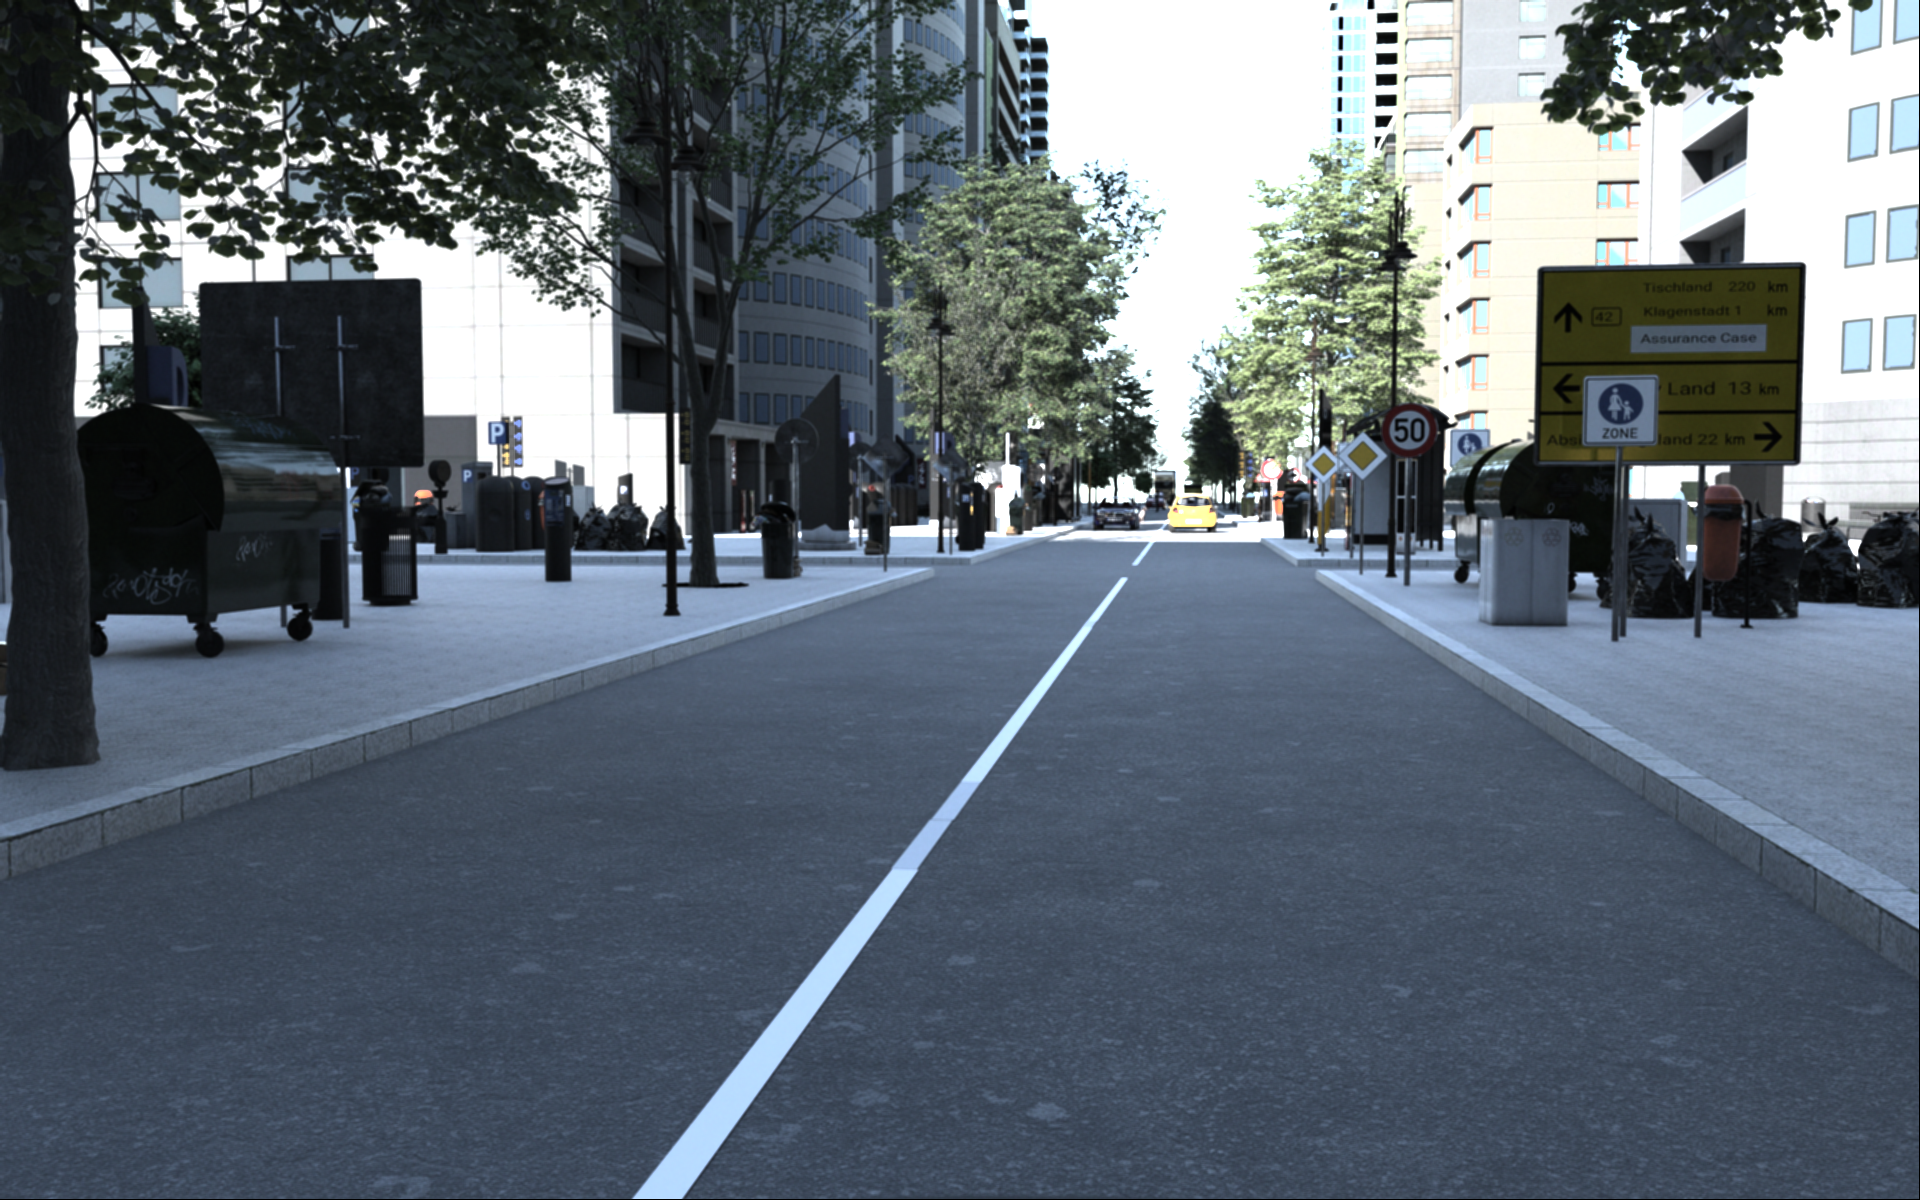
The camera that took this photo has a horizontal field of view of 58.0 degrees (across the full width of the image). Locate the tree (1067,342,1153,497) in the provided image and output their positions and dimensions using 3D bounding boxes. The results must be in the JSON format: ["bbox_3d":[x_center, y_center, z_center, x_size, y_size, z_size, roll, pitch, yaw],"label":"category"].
[{"bbox_3d":[11.524,-12.922,129.402,7.486,12.596,7.792,0,3,0],"label":"tree"}]

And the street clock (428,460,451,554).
[{"bbox_3d":[-11.101,-1.984,37.002,0.358,2.002,0.471,1,4,22],"label":"street clock"}]

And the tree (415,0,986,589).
[{"bbox_3d":[-3.499,-5.995,23.766,9.928,11.665,9.643,0,3,0],"label":"tree"}]

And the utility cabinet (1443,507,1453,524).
[{"bbox_3d":[20.517,-3.911,72.616,0.318,1.500,1.173,-2,4,-31],"label":"utility cabinet"}]

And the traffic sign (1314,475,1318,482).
[{"bbox_3d":[15.854,-4.667,76.411,0.768,2.556,0.104,1,4,15],"label":"traffic sign"}]

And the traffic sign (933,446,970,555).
[{"bbox_3d":[-0.189,-2.010,36.498,0.795,2.450,0.064,0,4,7],"label":"traffic sign"}]

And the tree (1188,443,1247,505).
[{"bbox_3d":[29.885,-15.943,195.079,8.767,10.594,7.601,-1,4,-12],"label":"tree"}]

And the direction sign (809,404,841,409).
[{"bbox_3d":[-3.393,-3.163,43.719,0.876,3.537,0.379,-2,4,-30],"label":"direction sign"}]

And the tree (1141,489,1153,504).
[{"bbox_3d":[25.548,-14.772,236.116,1.663,3.219,1.824,0,3,0],"label":"tree"}]

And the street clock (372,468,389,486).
[{"bbox_3d":[-13.964,-2.275,41.766,0.358,2.002,0.471,-3,5,-44],"label":"street clock"}]

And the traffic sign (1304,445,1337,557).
[{"bbox_3d":[7.437,-1.947,35.477,0.795,2.450,0.064,0,4,7],"label":"traffic sign"}]

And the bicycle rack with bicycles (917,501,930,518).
[{"bbox_3d":[-1.209,-5.762,107.597,2.925,0.926,2.852,2,4,32],"label":"bicycle rack with bicycles"}]

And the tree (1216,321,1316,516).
[{"bbox_3d":[16.869,-10.744,101.412,9.928,11.665,9.643,0,3,0],"label":"tree"}]

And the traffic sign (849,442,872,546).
[{"bbox_3d":[-2.437,-2.584,42.351,0.768,2.556,0.104,1,4,13],"label":"traffic sign"}]

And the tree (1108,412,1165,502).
[{"bbox_3d":[18.540,-15.495,187.758,7.601,10.594,8.767,-1,4,-10],"label":"tree"}]

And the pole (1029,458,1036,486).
[{"bbox_3d":[3.575,-5.523,84.150,0.158,3.312,0.155,0,3,0],"label":"pole"}]

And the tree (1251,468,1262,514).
[{"bbox_3d":[19.249,-7.222,112.689,1.663,3.219,1.824,0,3,0],"label":"tree"}]

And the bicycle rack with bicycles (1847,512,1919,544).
[{"bbox_3d":[19.472,-1.348,35.428,2.852,0.926,2.925,1,4,14],"label":"bicycle rack with bicycles"}]

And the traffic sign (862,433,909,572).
[{"bbox_3d":[-1.232,-1.525,28.581,0.795,2.450,0.064,0,4,7],"label":"traffic sign"}]

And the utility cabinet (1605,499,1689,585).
[{"bbox_3d":[9.466,-0.778,23.886,1.020,1.237,0.306,3,5,43],"label":"utility cabinet"}]

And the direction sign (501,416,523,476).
[{"bbox_3d":[-13.117,-3.594,50.763,0.876,3.537,0.379,2,4,34],"label":"direction sign"}]

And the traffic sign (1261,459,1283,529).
[{"bbox_3d":[11.405,-3.867,63.327,0.768,2.556,0.104,1,4,14],"label":"traffic sign"}]

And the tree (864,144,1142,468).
[{"bbox_3d":[1.736,-9.551,62.814,9.857,13.997,8.962,0,3,0],"label":"tree"}]

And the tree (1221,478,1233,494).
[{"bbox_3d":[27.936,-11.351,180.192,1.663,3.219,1.824,0,3,0],"label":"tree"}]

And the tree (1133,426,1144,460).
[{"bbox_3d":[15.949,-13.175,165.779,4.360,8.622,3.978,0,3,0],"label":"tree"}]

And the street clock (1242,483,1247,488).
[{"bbox_3d":[17.862,-6.331,108.081,0.471,2.002,0.358,0,4,-7],"label":"street clock"}]

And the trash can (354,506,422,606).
[{"bbox_3d":[-6.596,-0.512,20.018,0.748,1.137,0.748,0,3,0],"label":"trash can"}]

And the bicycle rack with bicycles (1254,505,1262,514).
[{"bbox_3d":[18.840,-5.580,104.619,2.925,0.926,2.852,2,4,23],"label":"bicycle rack with bicycles"}]

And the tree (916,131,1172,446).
[{"bbox_3d":[4.236,-14.424,91.727,12.611,20.169,13.585,0,3,0],"label":"tree"}]

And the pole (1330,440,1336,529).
[{"bbox_3d":[13.673,-4.263,63.547,0.158,3.312,0.155,0,3,0],"label":"pole"}]

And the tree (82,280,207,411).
[{"bbox_3d":[-11.670,-2.635,26.791,4.285,4.588,4.351,0,3,0],"label":"tree"}]

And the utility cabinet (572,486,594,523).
[{"bbox_3d":[-10.304,-2.311,46.456,1.173,1.500,0.318,3,4,36],"label":"utility cabinet"}]

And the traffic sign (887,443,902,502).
[{"bbox_3d":[-1.720,-2.530,41.469,0.768,2.556,0.104,1,4,16],"label":"traffic sign"}]

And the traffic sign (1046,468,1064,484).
[{"bbox_3d":[4.054,-4.452,73.979,0.795,2.450,0.064,1,4,17],"label":"traffic sign"}]

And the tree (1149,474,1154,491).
[{"bbox_3d":[22.848,-14.233,216.425,4.285,4.588,4.351,0,3,0],"label":"tree"}]

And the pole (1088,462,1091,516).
[{"bbox_3d":[7.604,-6.599,101.732,0.158,3.312,0.155,0,3,0],"label":"pole"}]

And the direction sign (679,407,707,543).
[{"bbox_3d":[-7.007,-3.278,45.595,0.876,3.537,0.379,-3,5,-43],"label":"direction sign"}]

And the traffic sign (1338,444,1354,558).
[{"bbox_3d":[7.806,-1.978,34.462,0.606,2.300,0.079,1,4,11],"label":"traffic sign"}]

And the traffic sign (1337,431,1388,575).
[{"bbox_3d":[6.394,-1.463,27.560,0.795,2.450,0.064,0,4,7],"label":"traffic sign"}]

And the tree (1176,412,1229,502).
[{"bbox_3d":[36.728,-21.175,252.872,9.857,13.997,8.962,0,3,0],"label":"tree"}]

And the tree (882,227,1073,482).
[{"bbox_3d":[0.157,-5.912,47.030,4.360,8.622,3.978,0,3,0],"label":"tree"}]

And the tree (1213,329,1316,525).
[{"bbox_3d":[13.014,-7.471,72.516,4.360,8.622,3.978,0,3,0],"label":"tree"}]

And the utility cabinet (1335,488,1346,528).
[{"bbox_3d":[14.090,-3.406,64.365,1.173,1.500,0.318,-1,4,-12],"label":"utility cabinet"}]

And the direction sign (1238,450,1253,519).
[{"bbox_3d":[14.780,-5.979,89.753,0.876,3.537,0.379,-2,4,-26],"label":"direction sign"}]

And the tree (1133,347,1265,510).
[{"bbox_3d":[22.024,-14.105,140.985,12.009,13.543,11.850,0,3,0],"label":"tree"}]

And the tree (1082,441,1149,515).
[{"bbox_3d":[8.433,-7.528,106.789,4.285,4.588,4.351,0,3,0],"label":"tree"}]

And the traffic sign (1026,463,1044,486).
[{"bbox_3d":[3.093,-4.368,71.529,0.768,2.556,0.104,1,4,12],"label":"traffic sign"}]

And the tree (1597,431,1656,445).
[{"bbox_3d":[24.370,-5.183,68.456,4.285,4.588,4.351,0,3,0],"label":"tree"}]

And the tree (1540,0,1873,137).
[{"bbox_3d":[5.267,-5.457,7.351,7.486,12.596,7.792,0,3,0],"label":"tree"}]

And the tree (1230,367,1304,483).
[{"bbox_3d":[16.293,-8.669,92.101,4.737,8.622,4.395,0,3,0],"label":"tree"}]

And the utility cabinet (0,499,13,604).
[{"bbox_3d":[-11.712,-0.559,20.297,1.020,1.237,0.306,-1,4,-11],"label":"utility cabinet"}]

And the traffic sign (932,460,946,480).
[{"bbox_3d":[-0.549,-3.031,51.679,0.606,2.300,0.079,1,4,10],"label":"traffic sign"}]

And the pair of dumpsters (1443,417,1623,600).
[{"bbox_3d":[7.511,-1.247,22.881,1.574,2.255,4.437,0,4,7],"label":"pair of dumpsters"}]

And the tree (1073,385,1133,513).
[{"bbox_3d":[8.614,-10.198,117.095,4.360,8.622,3.978,0,3,0],"label":"tree"}]

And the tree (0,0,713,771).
[{"bbox_3d":[-4.349,-5.516,8.319,7.486,12.596,7.792,0,3,0],"label":"tree"}]
